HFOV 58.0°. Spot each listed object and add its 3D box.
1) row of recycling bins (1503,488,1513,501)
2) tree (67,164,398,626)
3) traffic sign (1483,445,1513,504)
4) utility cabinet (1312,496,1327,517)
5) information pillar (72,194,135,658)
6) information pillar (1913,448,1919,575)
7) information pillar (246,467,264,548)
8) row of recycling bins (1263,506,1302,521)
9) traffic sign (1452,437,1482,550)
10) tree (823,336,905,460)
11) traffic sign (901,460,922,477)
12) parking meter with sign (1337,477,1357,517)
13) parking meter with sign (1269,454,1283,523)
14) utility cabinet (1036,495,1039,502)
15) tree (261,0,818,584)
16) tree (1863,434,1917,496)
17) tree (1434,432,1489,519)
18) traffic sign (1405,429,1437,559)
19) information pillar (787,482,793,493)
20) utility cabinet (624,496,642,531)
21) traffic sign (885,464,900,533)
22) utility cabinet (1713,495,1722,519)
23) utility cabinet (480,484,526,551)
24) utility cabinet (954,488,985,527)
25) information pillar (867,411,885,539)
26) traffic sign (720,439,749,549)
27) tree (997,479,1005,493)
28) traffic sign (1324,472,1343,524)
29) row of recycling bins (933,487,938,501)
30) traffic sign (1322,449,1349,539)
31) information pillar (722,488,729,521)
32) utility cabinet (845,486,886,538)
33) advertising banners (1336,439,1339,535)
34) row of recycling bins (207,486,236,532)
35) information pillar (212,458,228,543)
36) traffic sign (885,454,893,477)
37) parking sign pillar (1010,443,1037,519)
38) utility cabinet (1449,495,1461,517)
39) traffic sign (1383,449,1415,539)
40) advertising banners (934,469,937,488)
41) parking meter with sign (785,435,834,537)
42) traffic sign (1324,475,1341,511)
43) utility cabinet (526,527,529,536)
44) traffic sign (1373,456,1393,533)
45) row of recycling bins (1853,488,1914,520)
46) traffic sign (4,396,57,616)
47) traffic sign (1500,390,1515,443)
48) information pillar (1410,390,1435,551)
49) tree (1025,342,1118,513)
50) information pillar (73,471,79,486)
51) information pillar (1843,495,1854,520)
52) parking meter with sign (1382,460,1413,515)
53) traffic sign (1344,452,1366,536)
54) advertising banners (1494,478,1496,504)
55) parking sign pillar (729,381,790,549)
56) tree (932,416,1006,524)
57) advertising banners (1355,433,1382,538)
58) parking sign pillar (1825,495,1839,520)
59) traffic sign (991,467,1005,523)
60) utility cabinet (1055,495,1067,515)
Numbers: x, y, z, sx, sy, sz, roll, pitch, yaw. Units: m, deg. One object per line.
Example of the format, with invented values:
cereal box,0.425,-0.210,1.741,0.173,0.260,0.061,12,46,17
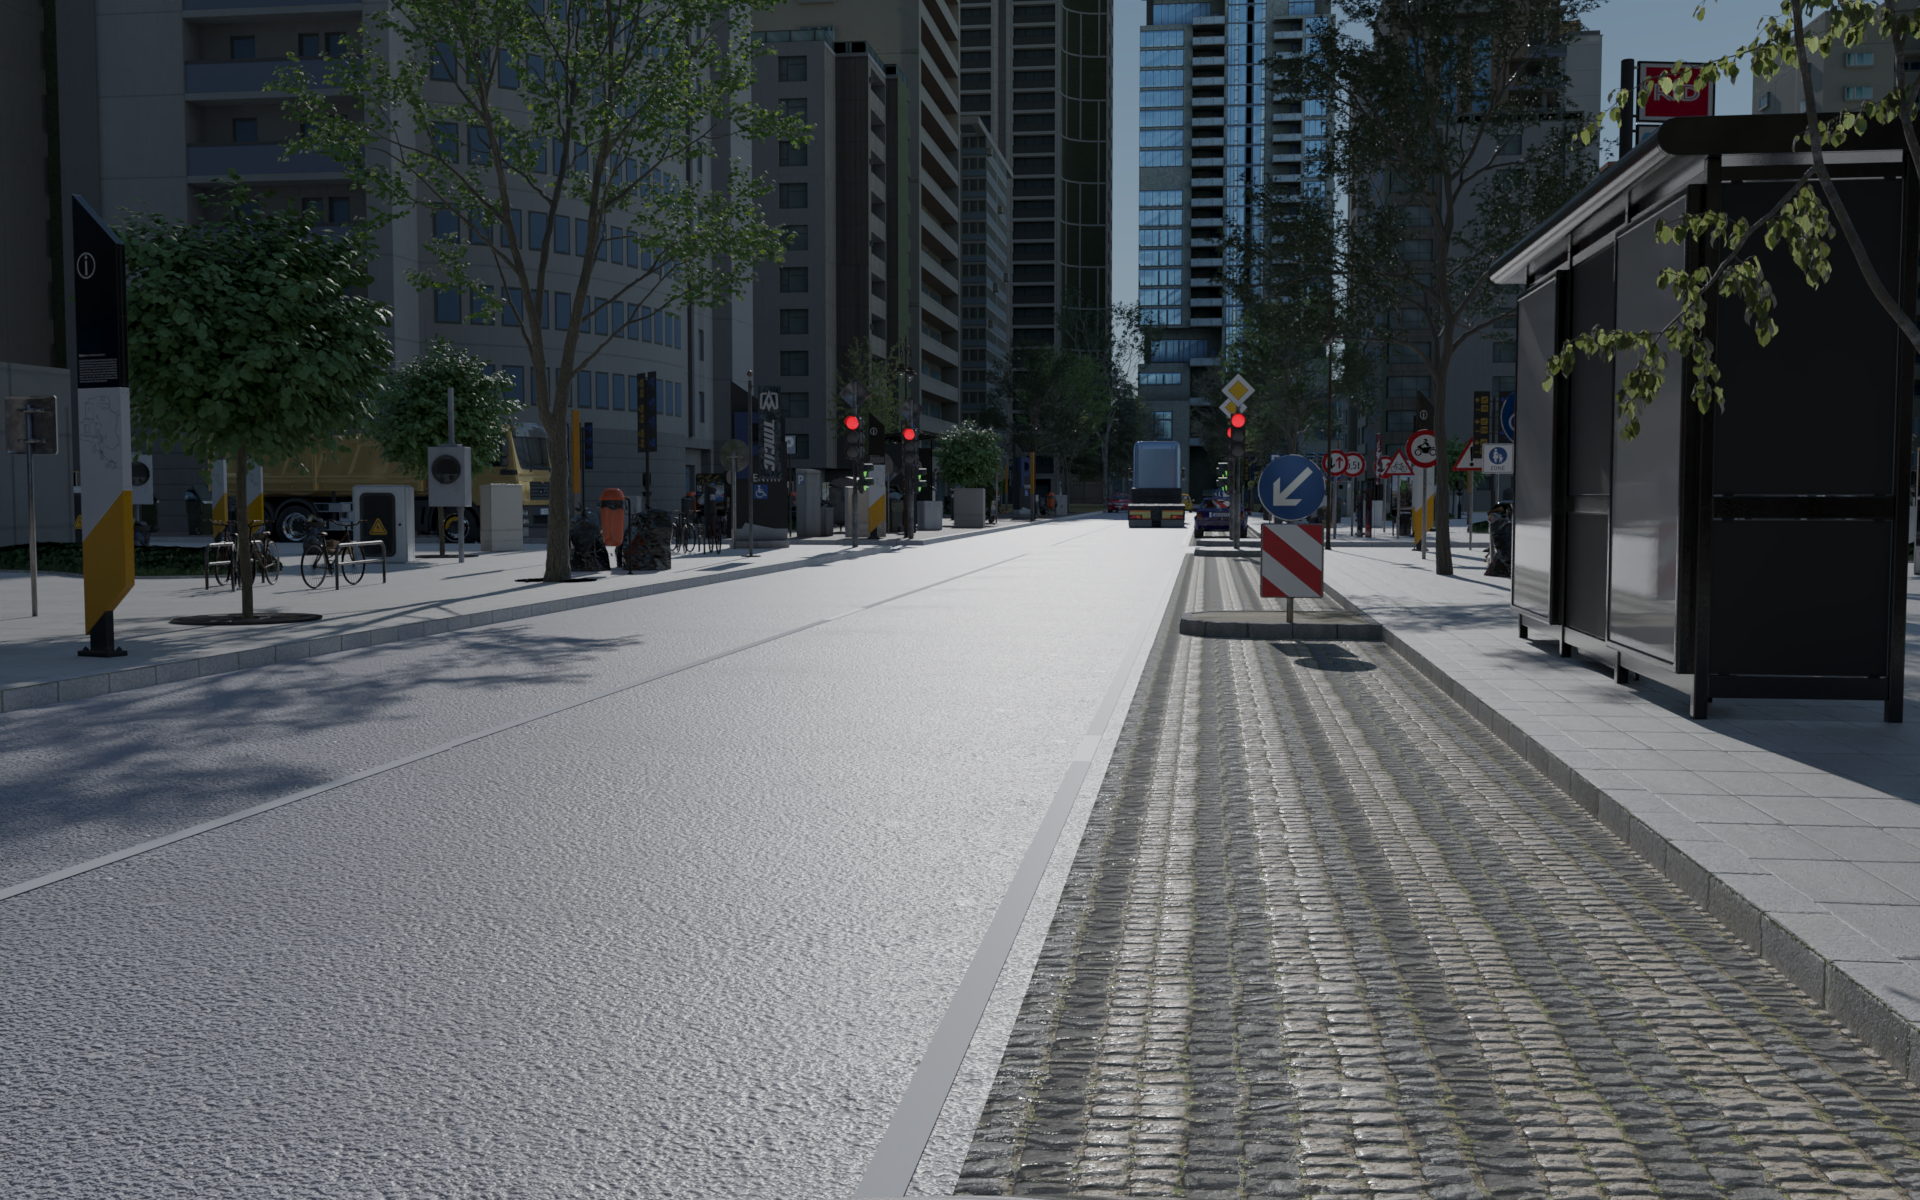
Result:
row of recycling bins,37.765,-6.670,116.174,3.534,1.692,1.069,-2,4,-35
tree,-7.243,-2.070,17.551,4.285,4.588,4.351,0,3,0
traffic sign,10.886,-2.018,35.119,0.606,2.300,0.079,1,4,9
utility cabinet,16.785,-4.255,80.733,0.306,1.237,1.020,3,5,42
information pillar,-6.711,-1.358,13.564,0.504,3.616,0.183,2,4,24
information pillar,15.300,-1.395,27.303,0.304,2.012,0.304,-1,4,-15
information pillar,-16.539,-3.001,40.428,0.504,3.616,0.183,0,4,6
row of recycling bins,15.511,-4.650,83.145,1.069,1.692,3.534,-1,4,-10
traffic sign,11.649,-2.413,39.456,0.884,2.594,0.081,1,4,17
tree,-4.033,-7.924,79.919,4.737,8.622,4.395,0,3,0
traffic sign,-1.695,-3.664,60.010,0.768,2.556,0.104,1,4,17
parking meter with sign,21.250,-6.085,95.752,0.543,3.016,1.738,-3,5,-39
parking meter with sign,13.716,-4.809,74.893,0.543,3.016,1.738,0,4,5
utility cabinet,4.663,-6.200,112.535,0.306,1.237,1.020,3,5,42
tree,-5.869,-6.058,24.805,9.928,11.665,9.643,0,3,0
tree,15.399,-2.131,29.438,1.663,3.219,1.824,0,3,0
tree,25.870,-6.536,90.576,4.285,4.588,4.351,0,3,0
traffic sign,9.144,-2.077,34.066,0.768,2.556,0.104,1,4,16
information pillar,-10.046,-5.979,102.246,0.304,2.012,0.304,-3,4,-36
utility cabinet,-11.667,-3.040,60.869,1.020,1.237,0.306,2,4,30
traffic sign,-2.352,-3.413,56.984,0.795,2.450,0.064,1,4,9
utility cabinet,38.668,-4.729,88.473,1.020,1.237,0.306,3,4,36
utility cabinet,-10.240,-1.834,38.657,0.318,1.500,1.173,1,4,21
utility cabinet,0.369,-3.554,66.787,1.173,1.500,0.318,1,4,16
information pillar,-2.380,-3.538,49.193,0.504,3.616,0.183,-1,4,-21
traffic sign,-5.236,-2.451,40.184,0.768,2.556,0.104,1,4,17
tree,2.485,-7.776,121.746,1.663,3.219,1.824,0,3,0
traffic sign,15.836,-4.486,73.458,0.768,2.556,0.104,1,4,16
row of recycling bins,-2.276,-5.046,89.622,1.069,1.692,3.534,-2,4,-34
traffic sign,10.697,-3.014,49.390,0.768,2.556,0.104,1,4,15
information pillar,-9.462,-4.009,70.035,0.304,2.012,0.304,-2,4,-24
utility cabinet,-2.749,-2.555,50.453,1.173,1.500,0.318,-2,4,-24
advertising banners,11.881,-3.578,54.692,0.090,3.025,2.074,1,4,10
row of recycling bins,-25.726,-3.252,60.280,1.069,1.692,3.534,-2,4,-35
information pillar,-17.940,-3.092,41.906,0.504,3.616,0.183,2,4,32
traffic sign,-2.450,-3.252,53.270,0.768,2.556,0.104,1,4,14
parking sign pillar,3.341,-6.297,91.429,1.447,3.967,1.447,3,4,36
utility cabinet,27.852,-5.279,97.479,0.306,1.237,1.020,0,4,-8
traffic sign,12.525,-3.026,49.473,0.884,2.594,0.081,1,4,16
advertising banners,-1.998,-7.587,120.236,0.090,3.025,2.074,-2,4,-25
parking meter with sign,-4.550,-3.426,52.280,0.543,3.016,1.738,3,4,38
traffic sign,15.876,-4.542,74.266,0.884,2.594,0.081,1,4,10
utility cabinet,-13.525,-2.644,51.906,1.173,1.500,0.318,1,4,18
traffic sign,14.127,-3.516,57.594,0.768,2.556,0.104,1,4,12
row of recycling bins,40.582,-4.219,76.090,1.069,1.692,3.534,0,4,-5
traffic sign,-9.693,-0.976,18.086,0.606,2.300,0.079,1,4,11
traffic sign,6.566,-1.205,19.807,0.768,2.556,0.104,1,4,17
information pillar,10.455,-2.913,38.990,0.504,3.616,0.183,-2,4,-26
tree,7.269,-11.844,119.411,9.928,11.665,9.643,0,3,0
information pillar,-28.512,-3.133,55.711,0.304,2.012,0.304,-1,4,-15
information pillar,35.673,-3.980,69.564,0.304,2.012,0.304,0,4,6
parking meter with sign,22.214,-5.625,88.222,1.738,3.016,0.543,-2,4,-29
traffic sign,11.870,-3.197,52.385,0.768,2.556,0.104,1,4,15
advertising banners,24.253,-5.042,78.627,0.090,3.025,2.074,1,4,12
parking sign pillar,-4.790,-3.231,41.303,1.447,3.967,1.447,-1,4,-14
tree,0.302,-5.491,73.488,4.285,4.588,4.351,0,3,0
advertising banners,12.028,-3.350,50.954,0.090,3.025,2.074,0,4,-6
parking sign pillar,32.568,-4.717,65.601,1.447,3.967,1.447,3,5,44
traffic sign,1.596,-4.648,76.107,0.768,2.556,0.104,1,4,14
utility cabinet,5.976,-5.739,104.997,1.020,1.237,0.306,0,4,-3
